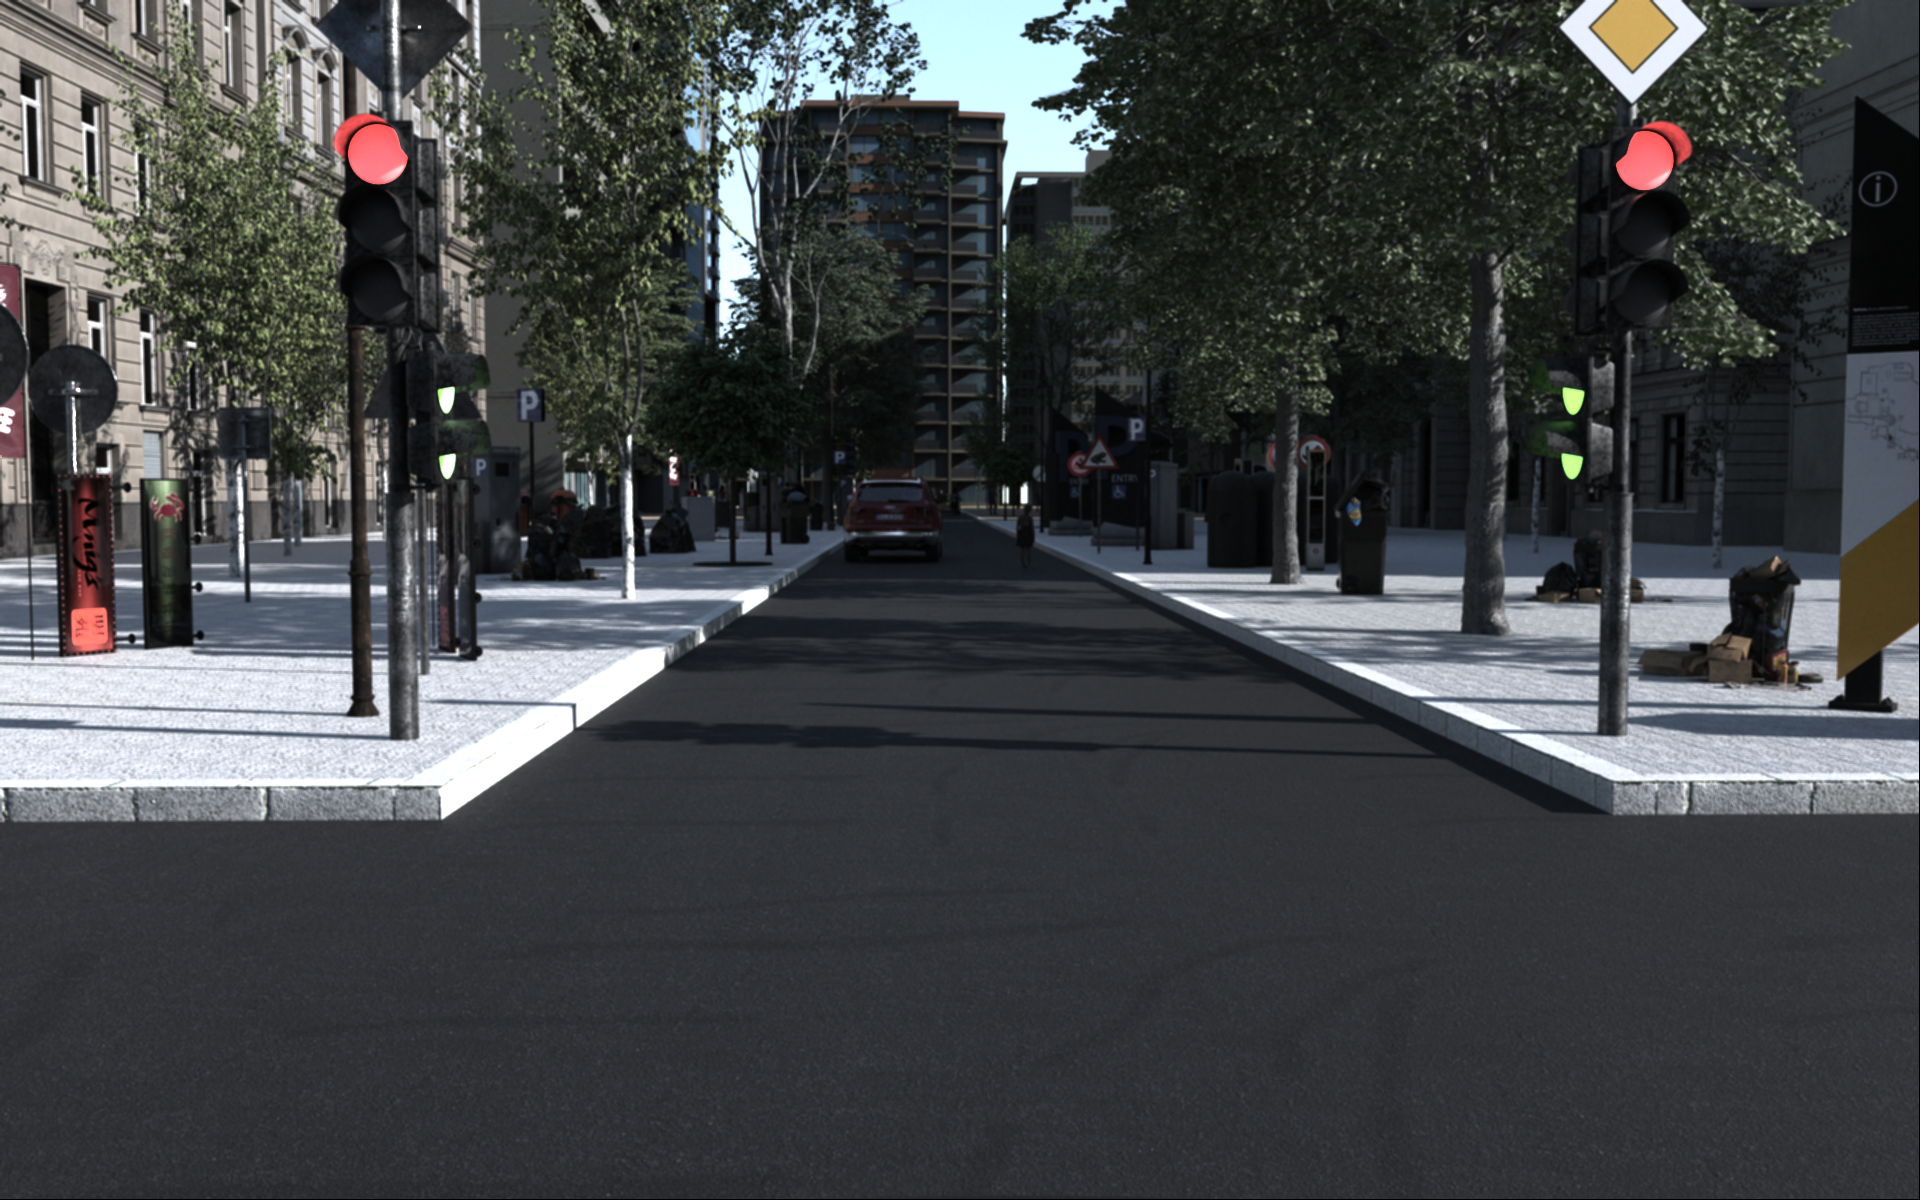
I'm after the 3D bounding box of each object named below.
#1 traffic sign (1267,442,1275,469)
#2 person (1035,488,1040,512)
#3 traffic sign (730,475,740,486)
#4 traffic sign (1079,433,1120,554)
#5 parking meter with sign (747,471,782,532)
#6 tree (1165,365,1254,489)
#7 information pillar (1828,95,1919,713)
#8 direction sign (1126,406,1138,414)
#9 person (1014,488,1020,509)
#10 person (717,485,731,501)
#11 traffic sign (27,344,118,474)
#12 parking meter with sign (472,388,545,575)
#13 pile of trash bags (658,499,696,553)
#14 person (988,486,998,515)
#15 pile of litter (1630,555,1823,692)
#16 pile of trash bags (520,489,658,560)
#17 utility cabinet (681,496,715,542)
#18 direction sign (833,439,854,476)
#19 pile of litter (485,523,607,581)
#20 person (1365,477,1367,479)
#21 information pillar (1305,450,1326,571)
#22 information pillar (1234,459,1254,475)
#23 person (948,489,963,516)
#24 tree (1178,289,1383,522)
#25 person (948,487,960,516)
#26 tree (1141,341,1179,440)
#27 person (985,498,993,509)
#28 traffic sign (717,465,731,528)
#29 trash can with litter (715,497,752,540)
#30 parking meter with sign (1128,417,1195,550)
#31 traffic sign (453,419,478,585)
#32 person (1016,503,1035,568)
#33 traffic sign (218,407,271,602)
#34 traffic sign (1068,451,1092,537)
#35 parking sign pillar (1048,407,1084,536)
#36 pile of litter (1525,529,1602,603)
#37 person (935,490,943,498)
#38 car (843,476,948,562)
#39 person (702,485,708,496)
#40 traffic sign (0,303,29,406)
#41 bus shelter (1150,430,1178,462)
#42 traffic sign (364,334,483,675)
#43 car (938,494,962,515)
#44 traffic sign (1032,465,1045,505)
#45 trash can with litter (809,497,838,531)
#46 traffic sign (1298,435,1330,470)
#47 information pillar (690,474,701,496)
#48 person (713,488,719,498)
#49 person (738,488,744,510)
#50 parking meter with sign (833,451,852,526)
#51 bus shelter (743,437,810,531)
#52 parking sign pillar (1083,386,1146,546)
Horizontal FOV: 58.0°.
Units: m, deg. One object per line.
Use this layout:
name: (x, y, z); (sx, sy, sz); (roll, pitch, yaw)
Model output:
traffic sign: (7.470, -2.439, 39.987); (0.768, 2.556, 0.104); (0, 4, 4)
person: (5.553, -7.008, 121.536); (0.541, 1.710, 0.530); (1, 4, 9)
traffic sign: (-8.668, -4.014, 65.728); (0.768, 2.556, 0.104); (0, 4, 2)
traffic sign: (2.991, -2.275, 37.206); (0.884, 2.594, 0.081); (0, 4, 3)
parking meter with sign: (-6.373, -3.803, 58.432); (1.738, 3.016, 0.543); (2, 4, 23)
tree: (10.446, -7.415, 71.597); (4.737, 8.622, 4.395); (0, 3, 0)
information pillar: (5.443, -1.150, 10.156); (0.504, 3.616, 0.183); (3, 4, 37)
direction sign: (4.203, -3.212, 44.520); (0.876, 3.537, 0.379); (-2, 4, -31)
person: (4.983, -8.799, 149.862); (0.705, 1.831, 1.348); (1, 4, 20)
person: (-11.907, -4.910, 87.010); (1.217, 1.739, 0.721); (1, 4, 12)
traffic sign: (-7.562, -0.897, 14.777); (0.768, 2.556, 0.104); (0, 4, -1)
parking meter with sign: (-7.522, -1.943, 28.021); (0.543, 3.016, 1.738); (2, 4, 31)
pile of trash bags: (-7.522, -1.755, 38.446); (3.447, 1.369, 1.912); (1, 4, 15)
person: (2.075, -6.066, 105.677); (0.568, 1.767, 0.683); (3, 4, 37)
pile of litter: (5.375, 0.112, 12.129); (1.176, 0.858, 1.719); (1, 4, 19)
pile of trash bags: (-7.913, -1.524, 34.677); (1.912, 1.369, 3.447); (2, 4, 25)
utility cabinet: (-7.113, -2.194, 47.035); (0.306, 1.237, 1.020); (3, 4, 37)
direction sign: (-4.831, -4.882, 71.824); (0.876, 3.537, 0.379); (0, 4, -5)
pile of litter: (-6.206, -0.733, 25.947); (1.719, 0.858, 1.176); (1, 4, 16)
person: (11.197, -2.526, 47.823); (0.515, 1.767, 0.782); (1, 4, 17)
information pillar: (5.953, -1.498, 28.988); (0.304, 2.012, 0.304); (0, 4, 7)
information pillar: (5.893, -1.925, 35.961); (0.304, 2.012, 0.304); (-1, 4, -17)
person: (-0.404, -6.280, 111.965); (1.217, 1.735, 0.721); (0, 4, 2)
tree: (12.144, -7.967, 64.678); (7.601, 10.594, 8.767); (0, 4, 8)
person: (-0.322, -6.527, 114.847); (0.705, 1.869, 1.348); (-2, 4, -35)
tree: (11.688, -8.855, 79.188); (7.601, 10.594, 8.767); (1, 4, 12)
person: (2.676, -8.618, 150.214); (1.065, 1.426, 0.557); (-1, 4, -20)
traffic sign: (-8.767, -3.978, 65.153); (0.768, 2.556, 0.104); (0, 4, 3)
trash can with litter: (-7.141, -2.337, 49.270); (2.233, 1.210, 1.678); (0, 4, 8)
parking meter with sign: (4.675, -2.668, 39.880); (1.738, 3.016, 0.543); (-3, 5, -40)
traffic sign: (-7.145, -1.491, 24.479); (0.768, 2.556, 0.104); (0, 4, 5)
person: (1.270, -1.249, 33.593); (0.362, 1.253, 0.373); (1, 4, 19)
traffic sign: (-8.444, -1.122, 20.474); (0.606, 2.300, 0.079); (0, 4, -1)
traffic sign: (3.611, -3.166, 51.870); (0.768, 2.556, 0.104); (0, 4, 5)
parking sign pillar: (3.461, -3.993, 53.756); (1.447, 3.967, 1.447); (-2, 4, -26)
pile of litter: (7.684, -0.415, 20.756); (1.719, 0.858, 1.176); (1, 4, 19)
person: (-1.718, -9.153, 158.167); (1.348, 1.822, 0.705); (0, 4, 2)
car: (-1.422, -1.807, 38.221); (2.281, 1.827, 5.304); (0, 4, 1)
person: (-13.033, -4.960, 87.853); (0.721, 1.735, 1.217); (0, 4, 3)
traffic sign: (-6.287, -0.666, 10.994); (0.768, 2.556, 0.104); (0, 3, 0)
bus shelter: (5.734, -3.852, 56.909); (2.014, 3.302, 5.546); (0, 4, -1)
traffic sign: (-3.799, -0.747, 12.225); (0.884, 2.594, 0.081); (0, 4, 7)
car: (-0.857, -6.713, 119.978); (2.015, 1.641, 3.980); (0, 4, -1)
traffic sign: (3.504, -4.566, 74.764); (0.768, 2.556, 0.104); (0, 4, -1)
trash can with litter: (-4.823, -3.038, 61.053); (1.055, 1.170, 0.624); (0, 4, -2)
traffic sign: (7.664, -2.301, 37.726); (0.768, 2.556, 0.104); (0, 4, 6)
information pillar: (-9.606, -3.575, 62.943); (0.304, 2.012, 0.304); (3, 5, 43)
person: (-20.862, -8.591, 147.057); (0.990, 1.755, 0.434); (-2, 4, -28)
person: (-17.140, -7.915, 136.123); (0.551, 1.740, 0.621); (-3, 5, -44)
parking meter with sign: (-4.637, -4.531, 70.341); (0.543, 3.016, 1.738); (1, 4, 12)
bus shelter: (-6.898, -5.266, 63.739); (2.179, 5.291, 8.768); (0, 4, -1)
parking sign pillar: (3.976, -3.335, 43.007); (1.447, 3.967, 1.447); (1, 4, 14)
